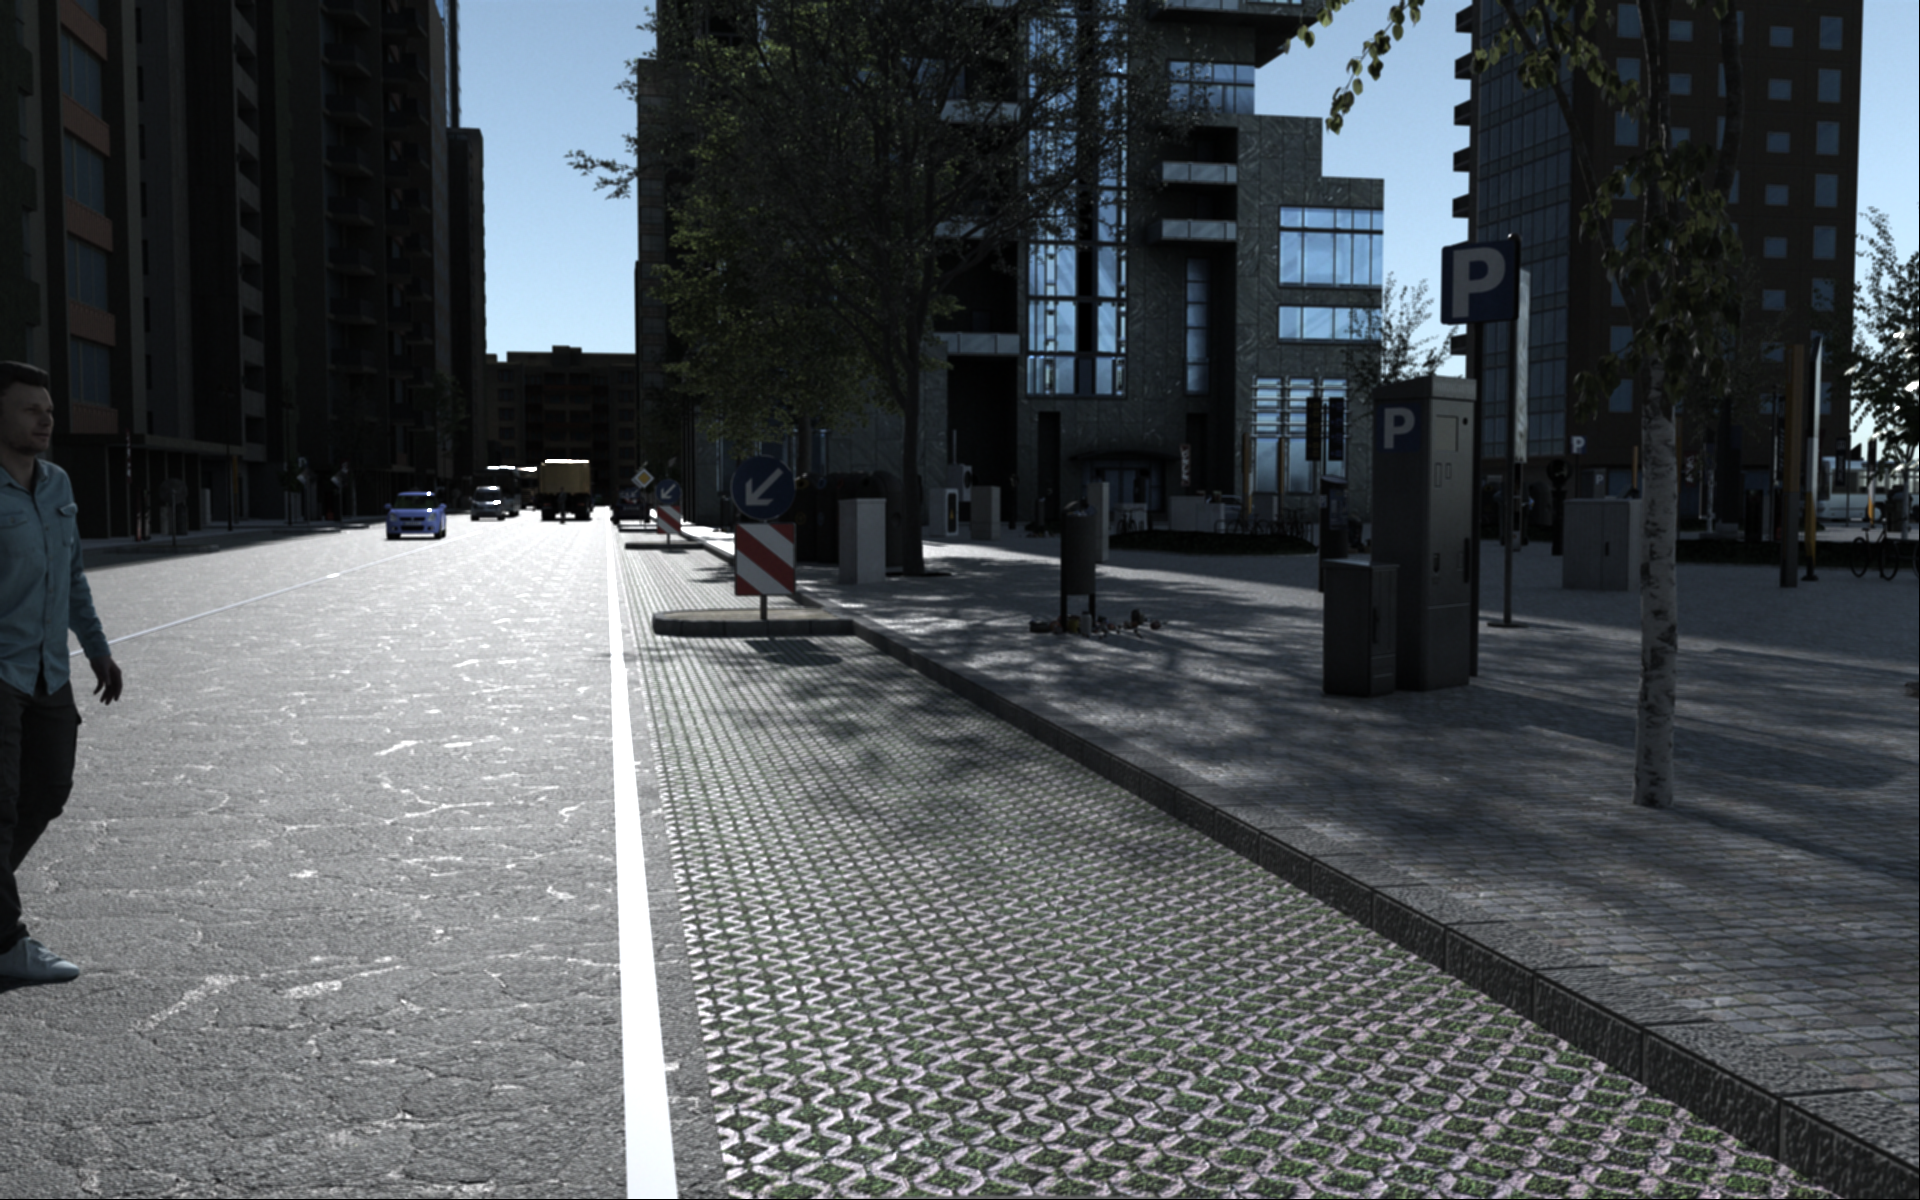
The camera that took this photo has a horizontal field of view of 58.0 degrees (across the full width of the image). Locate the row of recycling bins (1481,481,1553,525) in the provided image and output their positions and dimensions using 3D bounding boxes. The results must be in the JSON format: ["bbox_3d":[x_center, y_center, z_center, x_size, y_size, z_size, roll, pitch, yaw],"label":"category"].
[{"bbox_3d":[18.366,-3.060,57.152,1.069,1.692,3.534,-1,4,-13],"label":"row of recycling bins"}]

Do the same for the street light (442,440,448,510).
[{"bbox_3d":[-41.839,-10.265,140.618,0.468,5.910,1.993,-1,4,-12],"label":"street light"}]

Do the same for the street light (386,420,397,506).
[{"bbox_3d":[-34.731,-8.139,105.854,0.468,5.910,1.993,-1,4,-12],"label":"street light"}]

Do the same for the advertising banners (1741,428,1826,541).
[{"bbox_3d":[22.270,-3.100,46.866,2.074,3.025,0.090,3,5,41],"label":"advertising banners"}]

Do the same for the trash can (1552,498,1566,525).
[{"bbox_3d":[22.259,-3.248,64.755,0.748,1.137,0.748,0,3,0],"label":"trash can"}]

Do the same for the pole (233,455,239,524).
[{"bbox_3d":[-31.030,-4.914,74.183,0.158,3.312,0.155,0,3,0],"label":"pole"}]

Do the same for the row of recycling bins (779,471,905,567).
[{"bbox_3d":[-2.090,-1.520,31.961,1.069,1.692,3.534,-2,4,-31],"label":"row of recycling bins"}]

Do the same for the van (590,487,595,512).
[{"bbox_3d":[-31.104,-8.413,141.944,2.240,2.365,5.245,-1,4,-10],"label":"van"}]

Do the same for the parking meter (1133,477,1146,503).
[{"bbox_3d":[6.093,-3.249,58.830,0.255,1.863,0.399,-2,4,-33],"label":"parking meter"}]

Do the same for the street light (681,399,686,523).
[{"bbox_3d":[-12.390,-6.415,77.672,0.468,5.910,1.993,-1,4,-12],"label":"street light"}]

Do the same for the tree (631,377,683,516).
[{"bbox_3d":[-16.321,-9.311,102.597,4.737,8.622,4.395,0,3,0],"label":"tree"}]

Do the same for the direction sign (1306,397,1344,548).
[{"bbox_3d":[8.545,-2.974,40.621,0.876,3.537,0.379,0,4,-1],"label":"direction sign"}]

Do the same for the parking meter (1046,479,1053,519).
[{"bbox_3d":[3.534,-3.844,68.560,0.255,1.863,0.399,0,4,0],"label":"parking meter"}]

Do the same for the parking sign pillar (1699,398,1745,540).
[{"bbox_3d":[21.829,-3.716,49.226,1.447,3.967,1.447,1,4,15],"label":"parking sign pillar"}]

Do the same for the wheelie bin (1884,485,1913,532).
[{"bbox_3d":[31.583,-3.082,58.304,0.693,1.594,0.980,0,4,-7],"label":"wheelie bin"}]

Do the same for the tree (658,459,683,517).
[{"bbox_3d":[-15.603,-6.172,95.513,1.663,3.219,1.824,0,3,0],"label":"tree"}]

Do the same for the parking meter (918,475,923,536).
[{"bbox_3d":[-1.202,-2.474,46.158,0.399,1.863,0.255,-1,4,-14],"label":"parking meter"}]

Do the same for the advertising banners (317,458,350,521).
[{"bbox_3d":[-30.451,-5.344,83.568,2.074,3.025,0.090,0,4,-7],"label":"advertising banners"}]

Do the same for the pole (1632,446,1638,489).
[{"bbox_3d":[28.662,-4.879,73.614,0.158,3.312,0.155,0,3,0],"label":"pole"}]

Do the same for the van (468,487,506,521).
[{"bbox_3d":[-25.975,-5.400,95.307,2.013,2.044,4.112,-1,4,-11],"label":"van"}]

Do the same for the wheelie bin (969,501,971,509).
[{"bbox_3d":[0.116,-5.518,98.122,0.693,1.594,0.980,-3,4,-36],"label":"wheelie bin"}]

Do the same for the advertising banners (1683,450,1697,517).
[{"bbox_3d":[30.002,-4.470,69.273,2.074,3.025,0.090,1,4,22],"label":"advertising banners"}]

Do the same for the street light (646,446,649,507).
[{"bbox_3d":[-26.520,-10.662,147.104,0.468,5.910,1.993,-1,4,-12],"label":"street light"}]

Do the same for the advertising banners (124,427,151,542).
[{"bbox_3d":[-22.070,-3.075,46.460,0.090,3.025,2.074,-1,4,-10],"label":"advertising banners"}]

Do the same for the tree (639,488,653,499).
[{"bbox_3d":[-28.037,-9.874,156.046,1.663,3.219,1.824,0,3,0],"label":"tree"}]

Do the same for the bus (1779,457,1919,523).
[{"bbox_3d":[44.704,-5.300,81.516,13.247,3.499,2.948,-1,4,-12],"label":"bus"}]

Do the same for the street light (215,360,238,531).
[{"bbox_3d":[-25.315,-5.328,59.895,0.468,5.910,1.993,-1,4,-12],"label":"street light"}]

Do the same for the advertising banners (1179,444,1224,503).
[{"bbox_3d":[8.433,-3.936,60.546,2.074,3.025,0.090,-2,4,-33],"label":"advertising banners"}]

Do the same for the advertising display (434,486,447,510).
[{"bbox_3d":[-43.042,-8.457,143.493,0.974,1.923,0.123,0,4,-6],"label":"advertising display"}]

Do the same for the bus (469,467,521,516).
[{"bbox_3d":[-30.634,-7.332,114.740,2.948,3.499,13.247,-1,4,-12],"label":"bus"}]

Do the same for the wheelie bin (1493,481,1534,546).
[{"bbox_3d":[13.807,-2.166,43.316,0.980,1.594,0.693,0,4,5],"label":"wheelie bin"}]

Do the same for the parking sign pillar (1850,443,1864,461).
[{"bbox_3d":[47.552,-6.363,92.501,1.447,3.967,1.447,-2,4,-26],"label":"parking sign pillar"}]

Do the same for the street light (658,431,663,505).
[{"bbox_3d":[-19.404,-8.541,112.429,0.468,5.910,1.993,-1,4,-12],"label":"street light"}]

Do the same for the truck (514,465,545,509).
[{"bbox_3d":[-41.754,-10.934,167.689,2.839,4.237,11.283,-1,4,-10],"label":"truck"}]

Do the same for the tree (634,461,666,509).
[{"bbox_3d":[-27.002,-10.349,152.913,4.285,4.588,4.351,0,3,0],"label":"tree"}]

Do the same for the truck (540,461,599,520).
[{"bbox_3d":[-22.913,-6.424,100.962,3.469,3.379,9.791,-1,4,-10],"label":"truck"}]

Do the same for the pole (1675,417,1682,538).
[{"bbox_3d":[19.042,-3.188,45.974,0.158,3.312,0.155,0,3,0],"label":"pole"}]

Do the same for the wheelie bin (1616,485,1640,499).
[{"bbox_3d":[22.217,-3.037,57.571,0.693,1.594,0.980,0,4,-3],"label":"wheelie bin"}]

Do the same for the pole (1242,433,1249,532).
[{"bbox_3d":[9.540,-3.912,57.808,0.158,3.312,0.155,0,3,0],"label":"pole"}]

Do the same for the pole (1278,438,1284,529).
[{"bbox_3d":[11.687,-4.234,63.062,0.158,3.312,0.155,0,3,0],"label":"pole"}]

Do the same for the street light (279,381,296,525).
[{"bbox_3d":[-27.604,-6.018,71.181,0.468,5.910,1.993,-1,4,-12],"label":"street light"}]

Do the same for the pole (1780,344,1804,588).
[{"bbox_3d":[11.407,-1.829,23.749,0.158,3.312,0.155,0,3,0],"label":"pole"}]

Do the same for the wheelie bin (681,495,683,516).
[{"bbox_3d":[-15.351,-5.510,97.991,0.693,1.594,0.980,0,4,4],"label":"wheelie bin"}]

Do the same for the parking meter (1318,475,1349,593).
[{"bbox_3d":[4.877,-0.868,22.607,0.372,1.533,0.369,0,3,0],"label":"parking meter"}]
